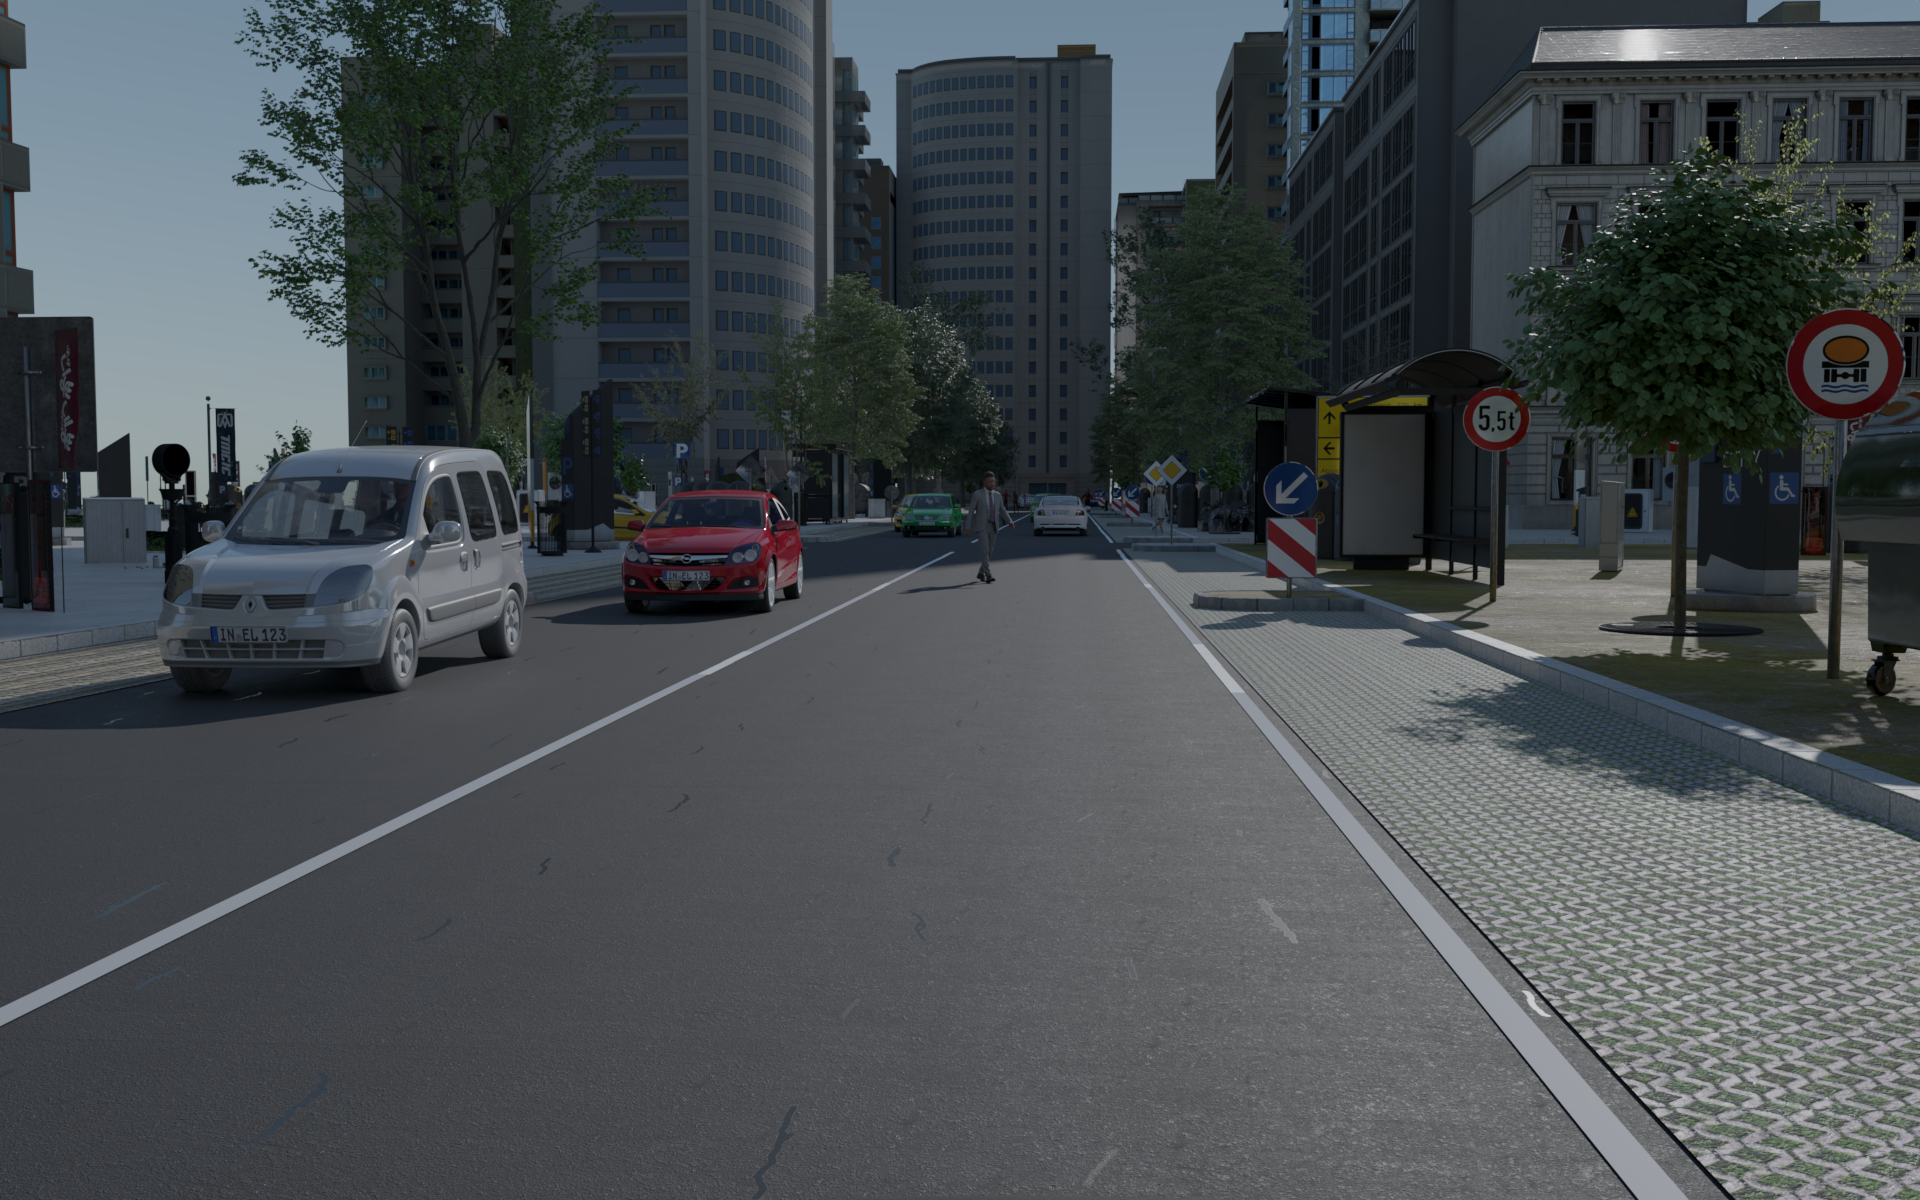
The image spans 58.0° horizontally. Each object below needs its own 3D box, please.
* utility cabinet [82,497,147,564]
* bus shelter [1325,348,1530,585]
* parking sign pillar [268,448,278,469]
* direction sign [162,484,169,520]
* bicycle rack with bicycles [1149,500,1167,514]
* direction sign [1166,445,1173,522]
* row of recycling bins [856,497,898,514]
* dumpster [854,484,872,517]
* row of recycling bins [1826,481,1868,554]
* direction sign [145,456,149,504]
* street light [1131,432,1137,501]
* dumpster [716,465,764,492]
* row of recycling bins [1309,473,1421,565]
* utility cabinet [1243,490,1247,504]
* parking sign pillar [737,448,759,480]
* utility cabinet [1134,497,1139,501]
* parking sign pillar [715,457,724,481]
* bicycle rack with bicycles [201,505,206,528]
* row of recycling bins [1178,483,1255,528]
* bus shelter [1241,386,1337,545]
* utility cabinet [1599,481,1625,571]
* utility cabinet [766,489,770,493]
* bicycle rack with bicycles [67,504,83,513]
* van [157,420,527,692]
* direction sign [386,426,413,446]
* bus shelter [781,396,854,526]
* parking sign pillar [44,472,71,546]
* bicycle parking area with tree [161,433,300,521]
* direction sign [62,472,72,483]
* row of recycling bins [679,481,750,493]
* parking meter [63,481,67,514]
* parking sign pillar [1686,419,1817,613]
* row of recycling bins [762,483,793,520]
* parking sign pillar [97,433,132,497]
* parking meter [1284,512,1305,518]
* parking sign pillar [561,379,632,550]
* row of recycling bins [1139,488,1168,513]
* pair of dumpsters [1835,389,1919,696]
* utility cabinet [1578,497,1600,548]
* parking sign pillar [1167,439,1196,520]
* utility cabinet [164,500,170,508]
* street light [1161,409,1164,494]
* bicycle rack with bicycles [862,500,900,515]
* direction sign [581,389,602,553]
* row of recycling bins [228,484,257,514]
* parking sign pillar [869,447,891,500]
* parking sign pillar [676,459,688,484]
[{"bbox_3d":[-15.719,-1.287,32.212,1.020,1.237,0.306,-2,4,-34],"label":"utility cabinet"},{"bbox_3d":[7.047,-2.008,26.755,2.014,3.302,5.546,0,4,4],"label":"bus shelter"},{"bbox_3d":[-39.800,-6.866,100.727,1.447,3.967,1.447,-2,4,-35],"label":"parking sign pillar"},{"bbox_3d":[-39.883,-5.806,86.919,0.379,3.537,0.876,-1,4,-19],"label":"direction sign"},{"bbox_3d":[12.857,-5.586,104.715,2.925,0.926,2.852,0,4,-6],"label":"bicycle rack with bicycles"},{"bbox_3d":[9.564,-5.309,78.794,0.379,3.537,0.876,1,4,20],"label":"direction sign"},{"bbox_3d":[-5.493,-6.302,110.157,3.534,1.692,1.069,2,4,27],"label":"row of recycling bins"},{"bbox_3d":[-5.589,-5.490,95.527,1.264,1.857,1.865,0,4,4],"label":"dumpster"},{"bbox_3d":[20.664,-1.890,38.011,3.534,1.692,1.069,-1,4,-16],"label":"row of recycling bins"},{"bbox_3d":[-48.565,-6.821,103.514,0.379,3.537,0.876,-2,4,-34],"label":"direction sign"},{"bbox_3d":[12.702,-9.397,126.428,0.468,5.910,1.993,0,4,4],"label":"street light"},{"bbox_3d":[-7.537,-3.436,58.669,1.502,2.255,1.985,0,4,4],"label":"dumpster"},{"bbox_3d":[7.680,-1.577,32.903,1.069,1.692,3.534,-1,4,-14],"label":"row of recycling bins"},{"bbox_3d":[14.241,-4.712,85.725,1.173,1.500,0.318,-3,5,-43],"label":"utility cabinet"},{"bbox_3d":[-12.229,-6.822,100.018,1.447,3.967,1.447,0,4,-7],"label":"parking sign pillar"},{"bbox_3d":[12.863,-7.015,123.372,1.173,1.500,0.318,-3,5,-43],"label":"utility cabinet"},{"bbox_3d":[-17.484,-8.402,125.844,1.447,3.967,1.447,-1,4,-17],"label":"parking sign pillar"},{"bbox_3d":[-24.704,-2.702,57.553,2.925,0.926,2.852,-1,4,-20],"label":"bicycle rack with bicycles"},{"bbox_3d":[9.935,-3.577,65.602,3.534,1.692,1.069,2,4,25],"label":"row of recycling bins"},{"bbox_3d":[7.763,-3.027,40.769,1.731,3.624,6.357,0,4,4],"label":"bus shelter"},{"bbox_3d":[10.907,-1.239,28.935,0.318,1.500,1.173,2,4,25],"label":"utility cabinet"},{"bbox_3d":[-8.146,-4.182,77.049,0.318,1.500,1.173,-3,5,-40],"label":"utility cabinet"},{"bbox_3d":[-53.748,-5.670,106.093,2.925,0.926,2.852,-1,4,-11],"label":"bicycle rack with bicycles"},{"bbox_3d":[-4.790,-0.419,13.865,2.013,2.044,4.112,0,4,2],"label":"van"},{"bbox_3d":[-18.798,-4.048,58.178,0.876,3.537,0.379,-2,4,-30],"label":"direction sign"},{"bbox_3d":[-6.094,-5.856,73.379,2.179,5.291,8.768,0,4,4],"label":"bus shelter"},{"bbox_3d":[-23.012,-3.345,43.156,1.447,3.967,1.447,1,4,23],"label":"parking sign pillar"},{"bbox_3d":[-33.069,-5.850,82.653,9.016,4.147,8.231,-3,5,-42],"label":"bicycle parking area with tree"},{"bbox_3d":[-47.172,-6.072,91.278,0.379,3.537,0.876,1,4,20],"label":"direction sign"},{"bbox_3d":[-7.808,-2.936,55.112,1.069,1.692,3.534,-3,5,-40],"label":"row of recycling bins"},{"bbox_3d":[-40.415,-4.421,77.987,0.255,1.863,0.399,0,4,-8],"label":"parking meter"},{"bbox_3d":[8.803,-1.886,19.302,1.447,3.967,1.447,-1,4,-9],"label":"parking sign pillar"},{"bbox_3d":[-7.747,-3.340,61.722,3.534,1.692,1.069,-1,4,-10],"label":"row of recycling bins"},{"bbox_3d":[-36.995,-5.337,75.735,1.447,3.967,1.447,-3,4,-39],"label":"parking sign pillar"},{"bbox_3d":[6.811,-1.813,35.348,0.399,1.863,0.255,-1,4,-13],"label":"parking meter"},{"bbox_3d":[-8.651,-3.166,40.233,1.447,3.967,1.447,2,4,32],"label":"parking sign pillar"},{"bbox_3d":[13.769,-6.691,116.508,3.534,1.692,1.069,1,4,15],"label":"row of recycling bins"},{"bbox_3d":[6.261,-0.393,8.912,1.574,2.255,4.437,0,4,4],"label":"pair of dumpsters"},{"bbox_3d":[15.327,-1.852,41.447,1.020,1.237,0.306,-1,4,-13],"label":"utility cabinet"},{"bbox_3d":[10.889,-5.899,84.923,1.447,3.967,1.447,2,4,33],"label":"parking sign pillar"},{"bbox_3d":[-48.626,-5.985,106.530,0.318,1.500,1.173,-1,4,-8],"label":"utility cabinet"},{"bbox_3d":[10.228,-7.030,87.724,0.468,5.910,1.993,0,4,4],"label":"street light"},{"bbox_3d":[-4.424,-5.582,104.644,2.852,0.926,2.925,3,5,42],"label":"bicycle rack with bicycles"},{"bbox_3d":[-8.040,-2.804,37.845,0.379,3.537,0.876,-3,4,-39],"label":"direction sign"},{"bbox_3d":[-28.628,-3.930,71.376,3.534,1.692,1.069,-2,4,-35],"label":"row of recycling bins"},{"bbox_3d":[-4.550,-6.748,98.798,1.447,3.967,1.447,-3,5,-41],"label":"parking sign pillar"},{"bbox_3d":[-15.326,-6.544,95.465,1.447,3.967,1.447,-1,4,-18],"label":"parking sign pillar"}]
